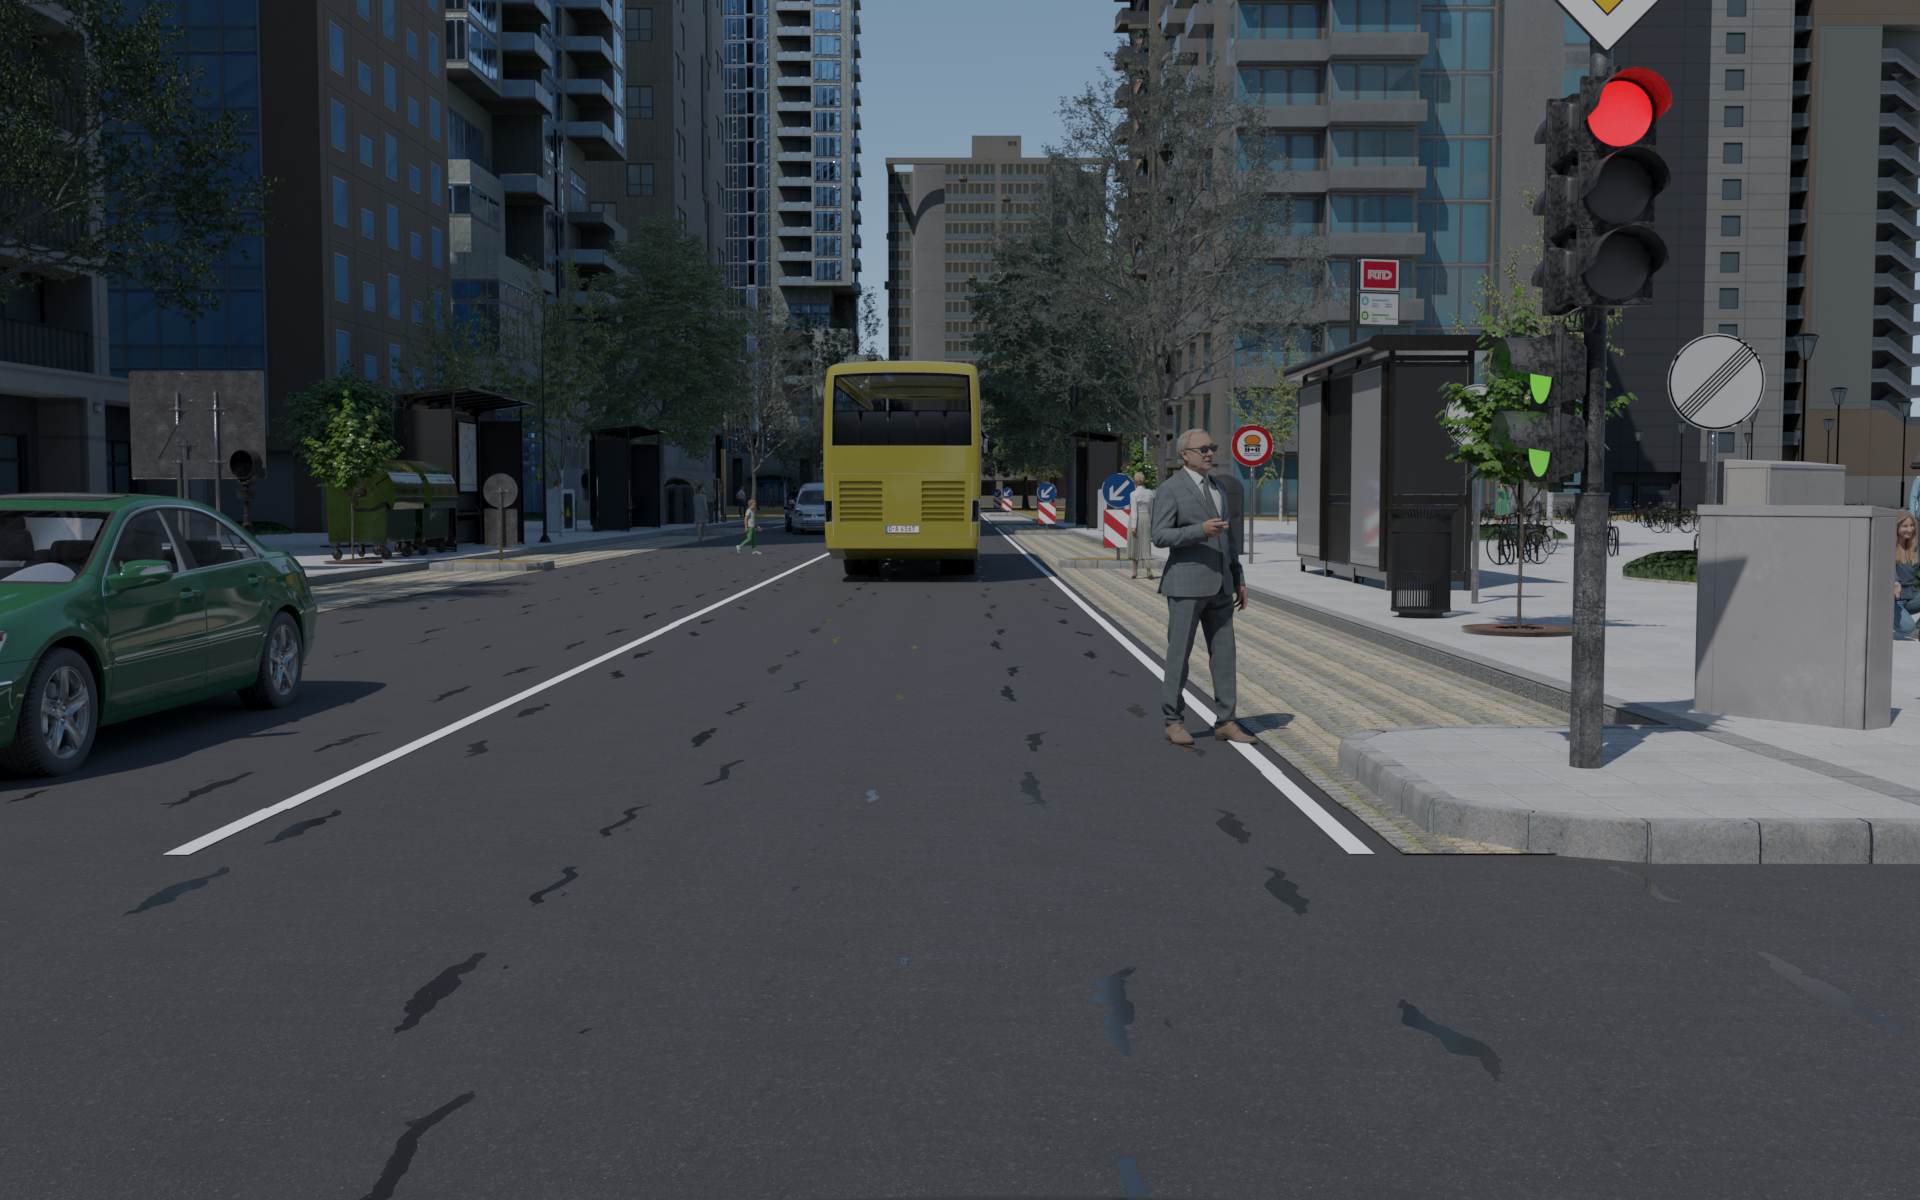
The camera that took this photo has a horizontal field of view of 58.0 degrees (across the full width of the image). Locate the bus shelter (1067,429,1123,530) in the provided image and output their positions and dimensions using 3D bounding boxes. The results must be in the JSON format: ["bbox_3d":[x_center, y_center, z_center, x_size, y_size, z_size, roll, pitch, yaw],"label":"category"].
[{"bbox_3d":[5.067,-4.520,65.188,1.731,3.624,6.357,0,3,0],"label":"bus shelter"}]

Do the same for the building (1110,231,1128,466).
[{"bbox_3d":[23.234,-25.063,181.486,14.107,30.474,14.160,0,3,0],"label":"building"}]

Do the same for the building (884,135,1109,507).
[{"bbox_3d":[3.918,-30.482,190.269,23.993,40.220,32.217,0,3,0],"label":"building"}]

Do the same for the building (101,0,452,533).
[{"bbox_3d":[-27.503,-25.203,62.183,14.600,45.320,14.200,0,3,0],"label":"building"}]

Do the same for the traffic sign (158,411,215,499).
[{"bbox_3d":[-12.109,-1.658,27.111,0.884,2.594,0.081,0,4,2],"label":"traffic sign"}]

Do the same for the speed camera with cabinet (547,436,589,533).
[{"bbox_3d":[-13.236,-3.924,58.490,0.660,3.252,2.038,1,4,15],"label":"speed camera with cabinet"}]

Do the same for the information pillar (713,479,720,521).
[{"bbox_3d":[-11.586,-4.766,82.412,0.304,2.012,0.304,0,4,6],"label":"information pillar"}]

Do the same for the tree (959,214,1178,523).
[{"bbox_3d":[4.863,-10.413,76.909,9.857,13.997,8.962,0,3,0],"label":"tree"}]

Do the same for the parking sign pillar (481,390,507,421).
[{"bbox_3d":[-12.360,-3.498,45.657,1.447,3.967,1.447,-2,4,-33],"label":"parking sign pillar"}]

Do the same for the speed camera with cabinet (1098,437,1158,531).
[{"bbox_3d":[5.835,-4.019,60.040,2.038,3.252,0.660,-1,4,-15],"label":"speed camera with cabinet"}]

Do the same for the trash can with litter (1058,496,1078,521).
[{"bbox_3d":[5.688,-4.331,81.877,1.678,1.210,2.233,-2,4,-26],"label":"trash can with litter"}]

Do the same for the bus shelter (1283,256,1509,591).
[{"bbox_3d":[6.425,-3.022,27.039,2.179,5.291,8.768,0,4,0],"label":"bus shelter"}]

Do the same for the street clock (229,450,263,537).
[{"bbox_3d":[-11.637,-1.450,28.270,0.471,2.002,0.358,1,4,16],"label":"street clock"}]

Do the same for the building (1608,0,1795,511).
[{"bbox_3d":[52.180,-42.902,139.696,20.611,71.187,20.563,0,3,0],"label":"building"}]

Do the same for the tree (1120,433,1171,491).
[{"bbox_3d":[5.695,-3.716,55.358,1.663,3.219,1.824,0,3,0],"label":"tree"}]

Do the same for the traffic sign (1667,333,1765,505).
[{"bbox_3d":[6.003,-0.840,13.843,0.768,2.556,0.104,0,4,2],"label":"traffic sign"}]

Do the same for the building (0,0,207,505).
[{"bbox_3d":[-27.805,-36.427,33.838,20.563,71.187,20.611,0,3,0],"label":"building"}]

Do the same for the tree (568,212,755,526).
[{"bbox_3d":[-11.798,-9.310,70.343,7.486,12.596,7.792,0,3,0],"label":"tree"}]

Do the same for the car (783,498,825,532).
[{"bbox_3d":[-5.765,-3.296,66.477,1.945,1.354,3.894,0,4,-2],"label":"car"}]

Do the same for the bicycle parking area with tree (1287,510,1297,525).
[{"bbox_3d":[18.345,-5.171,71.545,8.231,4.147,9.016,-1,4,-22],"label":"bicycle parking area with tree"}]

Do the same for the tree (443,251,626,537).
[{"bbox_3d":[-12.221,-6.205,51.815,4.737,8.622,4.395,0,3,0],"label":"tree"}]

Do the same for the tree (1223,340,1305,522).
[{"bbox_3d":[14.602,-7.922,79.889,4.737,8.622,4.395,0,3,0],"label":"tree"}]

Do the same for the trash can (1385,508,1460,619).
[{"bbox_3d":[4.802,-0.390,18.026,0.748,1.137,0.748,0,3,0],"label":"trash can"}]

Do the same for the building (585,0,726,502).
[{"bbox_3d":[-33.157,-33.423,135.702,27.495,52.752,28.713,0,3,0],"label":"building"}]

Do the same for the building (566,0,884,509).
[{"bbox_3d":[-23.572,-53.303,184.177,31.000,86.520,22.319,0,3,0],"label":"building"}]

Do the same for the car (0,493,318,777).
[{"bbox_3d":[-5.448,0.093,10.285,2.131,1.459,4.920,0,4,0],"label":"car"}]

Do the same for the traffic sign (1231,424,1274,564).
[{"bbox_3d":[5.346,-1.935,31.746,0.768,2.556,0.104,0,4,5],"label":"traffic sign"}]

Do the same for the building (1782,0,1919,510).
[{"bbox_3d":[69.581,-30.200,143.887,14.200,45.320,14.600,0,3,0],"label":"building"}]

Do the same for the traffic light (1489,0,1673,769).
[{"bbox_3d":[2.928,-1.169,8.041,0.839,4.253,0.868,0,3,0],"label":"traffic light"}]

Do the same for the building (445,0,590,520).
[{"bbox_3d":[-30.425,-47.959,96.801,22.319,86.520,31.000,0,3,0],"label":"building"}]

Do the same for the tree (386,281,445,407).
[{"bbox_3d":[-17.449,-6.673,59.465,4.737,8.622,4.395,0,3,0],"label":"tree"}]

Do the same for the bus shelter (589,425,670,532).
[{"bbox_3d":[-11.744,-4.318,61.876,1.731,3.624,6.357,0,3,0],"label":"bus shelter"}]

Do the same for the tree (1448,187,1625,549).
[{"bbox_3d":[13.774,-5.514,40.522,4.737,8.622,4.395,0,3,0],"label":"tree"}]

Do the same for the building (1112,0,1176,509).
[{"bbox_3d":[23.535,-29.461,136.309,22.147,44.769,28.867,0,3,0],"label":"building"}]

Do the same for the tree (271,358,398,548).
[{"bbox_3d":[-14.911,-3.565,42.006,4.285,4.588,4.351,0,3,0],"label":"tree"}]

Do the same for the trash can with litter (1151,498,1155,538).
[{"bbox_3d":[5.673,-2.432,51.157,0.624,1.170,1.055,2,4,24],"label":"trash can with litter"}]

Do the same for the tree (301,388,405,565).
[{"bbox_3d":[-11.351,-2.283,31.928,1.663,3.219,1.824,0,3,0],"label":"tree"}]

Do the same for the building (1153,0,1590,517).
[{"bbox_3d":[24.357,-29.782,106.537,23.786,49.044,30.456,0,3,0],"label":"building"}]

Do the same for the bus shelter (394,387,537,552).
[{"bbox_3d":[-11.640,-3.054,41.210,1.731,3.624,6.357,0,3,0],"label":"bus shelter"}]

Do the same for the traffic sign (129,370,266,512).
[{"bbox_3d":[-12.563,-2.121,28.554,2.265,3.308,0.079,0,4,3],"label":"traffic sign"}]

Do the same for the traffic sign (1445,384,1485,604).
[{"bbox_3d":[6.022,-1.228,20.183,0.768,2.556,0.104,0,4,6],"label":"traffic sign"}]

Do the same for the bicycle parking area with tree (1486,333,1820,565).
[{"bbox_3d":[13.247,-2.801,32.798,9.016,4.147,8.231,-3,4,-36],"label":"bicycle parking area with tree"}]

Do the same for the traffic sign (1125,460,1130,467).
[{"bbox_3d":[6.461,-4.041,66.068,0.884,2.594,0.081,0,4,8],"label":"traffic sign"}]

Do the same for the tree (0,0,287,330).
[{"bbox_3d":[-11.989,-5.260,20.420,7.601,10.594,8.767,2,4,33],"label":"tree"}]
